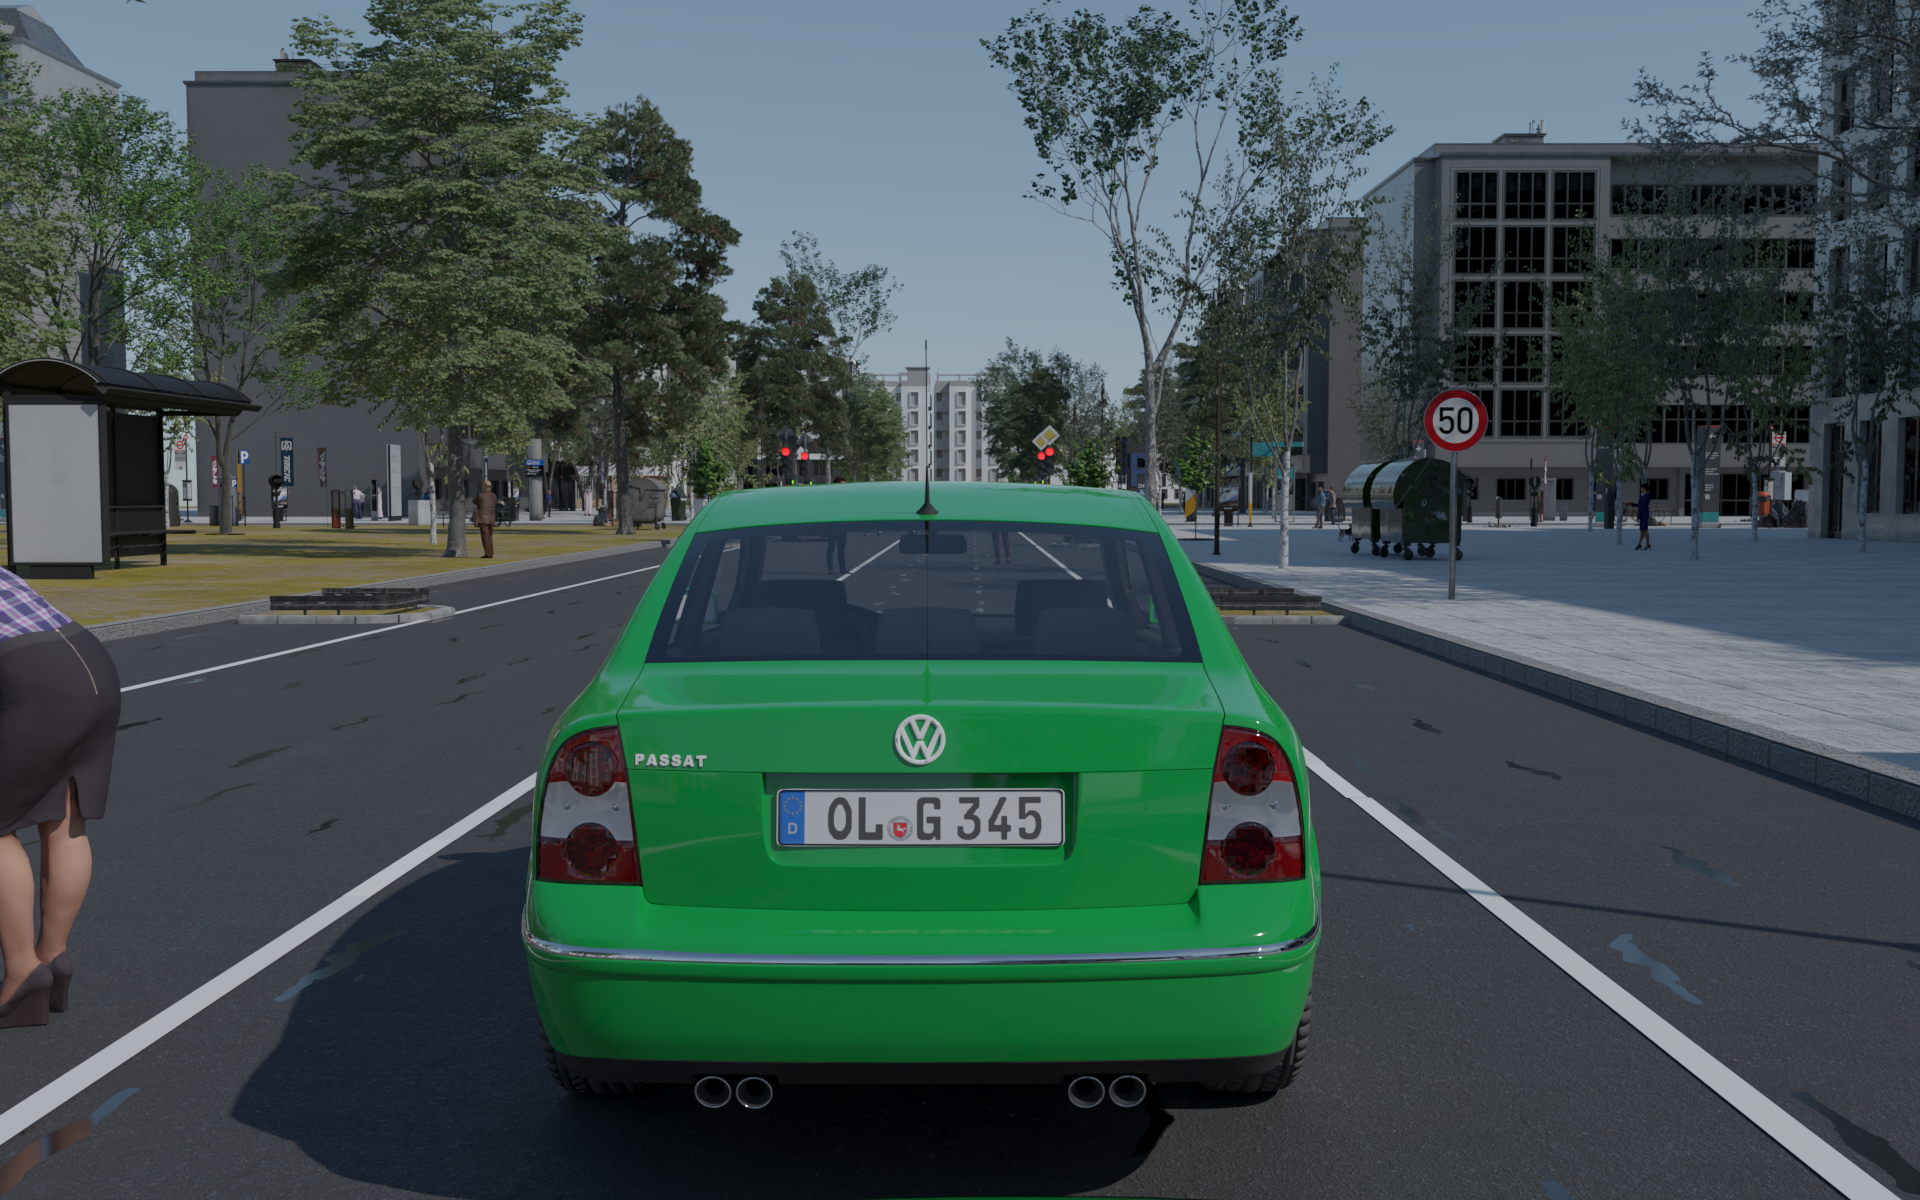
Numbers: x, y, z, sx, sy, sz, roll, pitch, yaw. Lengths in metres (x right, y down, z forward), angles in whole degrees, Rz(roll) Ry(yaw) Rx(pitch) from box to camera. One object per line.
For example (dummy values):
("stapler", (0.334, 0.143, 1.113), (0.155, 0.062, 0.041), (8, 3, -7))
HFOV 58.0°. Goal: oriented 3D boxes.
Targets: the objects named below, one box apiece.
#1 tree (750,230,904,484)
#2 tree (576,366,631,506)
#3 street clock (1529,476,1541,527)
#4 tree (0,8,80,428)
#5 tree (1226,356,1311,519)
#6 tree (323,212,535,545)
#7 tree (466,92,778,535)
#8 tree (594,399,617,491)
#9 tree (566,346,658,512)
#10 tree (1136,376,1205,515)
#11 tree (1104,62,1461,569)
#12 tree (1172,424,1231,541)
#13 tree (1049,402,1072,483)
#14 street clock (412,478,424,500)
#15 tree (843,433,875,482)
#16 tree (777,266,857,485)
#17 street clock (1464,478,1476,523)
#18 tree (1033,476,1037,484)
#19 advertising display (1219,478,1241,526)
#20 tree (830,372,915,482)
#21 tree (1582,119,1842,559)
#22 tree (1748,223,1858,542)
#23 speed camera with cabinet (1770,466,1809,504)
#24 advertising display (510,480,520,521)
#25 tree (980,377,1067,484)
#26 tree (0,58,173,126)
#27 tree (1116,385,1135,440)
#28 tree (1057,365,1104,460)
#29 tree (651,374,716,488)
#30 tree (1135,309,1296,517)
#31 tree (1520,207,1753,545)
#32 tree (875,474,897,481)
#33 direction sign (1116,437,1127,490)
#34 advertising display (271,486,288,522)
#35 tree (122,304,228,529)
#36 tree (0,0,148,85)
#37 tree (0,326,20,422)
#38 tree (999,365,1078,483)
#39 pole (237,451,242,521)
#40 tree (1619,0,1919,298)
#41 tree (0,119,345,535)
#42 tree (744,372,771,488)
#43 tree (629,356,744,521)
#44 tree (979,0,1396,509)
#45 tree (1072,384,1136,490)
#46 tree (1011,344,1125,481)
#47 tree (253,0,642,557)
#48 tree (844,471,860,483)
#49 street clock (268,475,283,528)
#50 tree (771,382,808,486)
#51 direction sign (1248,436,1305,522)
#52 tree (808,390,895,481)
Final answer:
("tree", (-11.112, -16.593, 127.179), (12.611, 20.169, 13.585), (0, 3, 0))
("tree", (-19.936, -8.976, 97.121), (4.360, 8.622, 3.978), (0, 3, 0))
("street clock", (22.653, -3.898, 68.302), (0.471, 2.002, 0.358), (-3, 4, -38))
("tree", (-20.478, -6.927, 31.385), (7.486, 12.596, 7.792), (0, 3, 0))
("tree", (16.022, -8.516, 89.591), (4.737, 8.622, 4.395), (0, 3, 0))
("tree", (-13.508, -5.704, 43.624), (4.737, 8.622, 4.395), (0, 3, 0))
("tree", (-10.862, -8.999, 54.553), (7.806, 13.903, 7.818), (0, 3, 0))
("tree", (-24.406, -10.782, 126.644), (4.737, 8.622, 4.395), (0, 3, 0))
("tree", (-22.198, -11.378, 108.088), (6.751, 12.117, 7.091), (0, 3, 0))
("tree", (13.581, -9.555, 106.583), (4.737, 8.622, 4.395), (0, 3, 0))
("tree", (5.437, -4.856, 29.763), (4.360, 8.622, 3.978), (0, 3, 0))
("tree", (6.687, -3.270, 48.069), (1.663, 3.219, 1.824), (0, 3, 0))
("tree", (9.261, -10.891, 128.423), (4.737, 8.622, 4.395), (0, 3, 0))
("street clock", (-24.962, -4.601, 79.795), (0.471, 2.002, 0.358), (0, 4, -2))
("tree", (-9.738, -13.701, 174.367), (4.737, 8.622, 4.395), (0, 3, 0))
("tree", (-9.391, -11.493, 95.337), (7.806, 13.903, 7.818), (0, 3, 0))
("street clock", (22.761, -4.447, 77.279), (0.471, 2.002, 0.358), (2, 4, 35))
("tree", (8.311, -11.214, 133.718), (4.737, 8.622, 4.395), (0, 3, 0))
("advertising display", (10.690, -3.894, 68.876), (0.974, 1.923, 0.123), (3, 4, 38))
("tree", (-8.287, -14.871, 161.273), (7.486, 12.596, 7.792), (0, 3, 0))
("tree", (14.342, -5.098, 33.709), (4.360, 8.622, 3.978), (0, 3, 0))
("tree", (21.464, -5.866, 46.280), (4.737, 8.622, 4.395), (0, 3, 0))
("speed camera with cabinet", (33.226, -4.550, 68.736), (0.660, 3.252, 2.038), (-3, 4, -39))
("advertising display", (-21.177, -4.723, 82.440), (0.123, 1.923, 0.974), (0, 4, 3))
("tree", (6.983, -17.241, 188.545), (9.857, 13.997, 8.962), (0, 3, 0))
("tree", (-21.200, -7.111, 42.017), (9.928, 11.665, 9.643), (0, 3, 0))
("tree", (15.704, -13.328, 139.974), (6.751, 12.117, 7.091), (0, 3, 0))
("tree", (7.416, -9.012, 97.714), (4.360, 8.622, 3.978), (0, 3, 0))
("tree", (-16.427, -9.256, 101.691), (4.360, 8.622, 3.978), (0, 3, 0))
("tree", (14.682, -10.811, 98.813), (6.751, 12.117, 7.091), (0, 3, 0))
("tree", (16.467, -5.704, 43.625), (4.737, 8.622, 4.395), (0, 3, 0))
("tree", (-9.485, -14.385, 218.915), (4.285, 4.588, 4.351), (0, 3, 0))
("direction sign", (6.390, -4.689, 68.657), (0.379, 3.537, 0.876), (-1, 4, -22))
("advertising display", (-31.554, -4.592, 80.298), (0.123, 1.923, 0.974), (1, 4, 19))
("tree", (-29.478, -6.970, 64.314), (4.737, 8.622, 4.395), (0, 3, 0))
("tree", (-9.745, -6.221, 12.077), (12.009, 13.543, 11.850), (0, 3, 0))
("tree", (-35.935, -6.907, 63.288), (4.737, 8.622, 4.395), (0, 3, 0))
("tree", (6.760, -13.730, 146.534), (6.751, 12.117, 7.091), (0, 3, 0))
("pole", (-34.251, -5.413, 82.342), (0.158, 3.312, 0.155), (0, 3, 0))
("tree", (13.437, -6.671, 19.442), (12.009, 13.543, 11.850), (0, 3, 0))
("tree", (-22.981, -7.838, 53.913), (9.928, 11.665, 9.643), (0, 3, 0))
("tree", (-12.595, -8.469, 88.834), (4.737, 8.622, 4.395), (0, 3, 0))
("tree", (-12.543, -7.883, 79.252), (4.737, 8.622, 4.395), (0, 3, 0))
("tree", (7.309, -12.325, 57.410), (12.611, 20.169, 13.585), (0, 3, 0))
("tree", (10.744, -10.181, 116.819), (4.737, 8.622, 4.395), (0, 3, 0))
("tree", (6.686, -10.645, 108.459), (7.601, 10.594, 8.767), (-1, 4, -8))
("tree", (-10.502, -7.186, 35.616), (7.486, 12.596, 7.792), (0, 3, 0))
("tree", (-8.995, -8.919, 140.432), (1.663, 3.219, 1.824), (0, 3, 0))
("street clock", (-25.635, -3.691, 64.922), (0.358, 2.002, 0.471), (3, 5, 40))
("tree", (-10.892, -9.421, 104.397), (4.737, 8.622, 4.395), (0, 3, 0))
("direction sign", (14.292, -5.496, 78.624), (2.525, 3.948, 1.411), (1, 4, 16))
("tree", (-9.208, -13.219, 150.541), (8.767, 10.594, 7.601), (-3, 5, -45))
